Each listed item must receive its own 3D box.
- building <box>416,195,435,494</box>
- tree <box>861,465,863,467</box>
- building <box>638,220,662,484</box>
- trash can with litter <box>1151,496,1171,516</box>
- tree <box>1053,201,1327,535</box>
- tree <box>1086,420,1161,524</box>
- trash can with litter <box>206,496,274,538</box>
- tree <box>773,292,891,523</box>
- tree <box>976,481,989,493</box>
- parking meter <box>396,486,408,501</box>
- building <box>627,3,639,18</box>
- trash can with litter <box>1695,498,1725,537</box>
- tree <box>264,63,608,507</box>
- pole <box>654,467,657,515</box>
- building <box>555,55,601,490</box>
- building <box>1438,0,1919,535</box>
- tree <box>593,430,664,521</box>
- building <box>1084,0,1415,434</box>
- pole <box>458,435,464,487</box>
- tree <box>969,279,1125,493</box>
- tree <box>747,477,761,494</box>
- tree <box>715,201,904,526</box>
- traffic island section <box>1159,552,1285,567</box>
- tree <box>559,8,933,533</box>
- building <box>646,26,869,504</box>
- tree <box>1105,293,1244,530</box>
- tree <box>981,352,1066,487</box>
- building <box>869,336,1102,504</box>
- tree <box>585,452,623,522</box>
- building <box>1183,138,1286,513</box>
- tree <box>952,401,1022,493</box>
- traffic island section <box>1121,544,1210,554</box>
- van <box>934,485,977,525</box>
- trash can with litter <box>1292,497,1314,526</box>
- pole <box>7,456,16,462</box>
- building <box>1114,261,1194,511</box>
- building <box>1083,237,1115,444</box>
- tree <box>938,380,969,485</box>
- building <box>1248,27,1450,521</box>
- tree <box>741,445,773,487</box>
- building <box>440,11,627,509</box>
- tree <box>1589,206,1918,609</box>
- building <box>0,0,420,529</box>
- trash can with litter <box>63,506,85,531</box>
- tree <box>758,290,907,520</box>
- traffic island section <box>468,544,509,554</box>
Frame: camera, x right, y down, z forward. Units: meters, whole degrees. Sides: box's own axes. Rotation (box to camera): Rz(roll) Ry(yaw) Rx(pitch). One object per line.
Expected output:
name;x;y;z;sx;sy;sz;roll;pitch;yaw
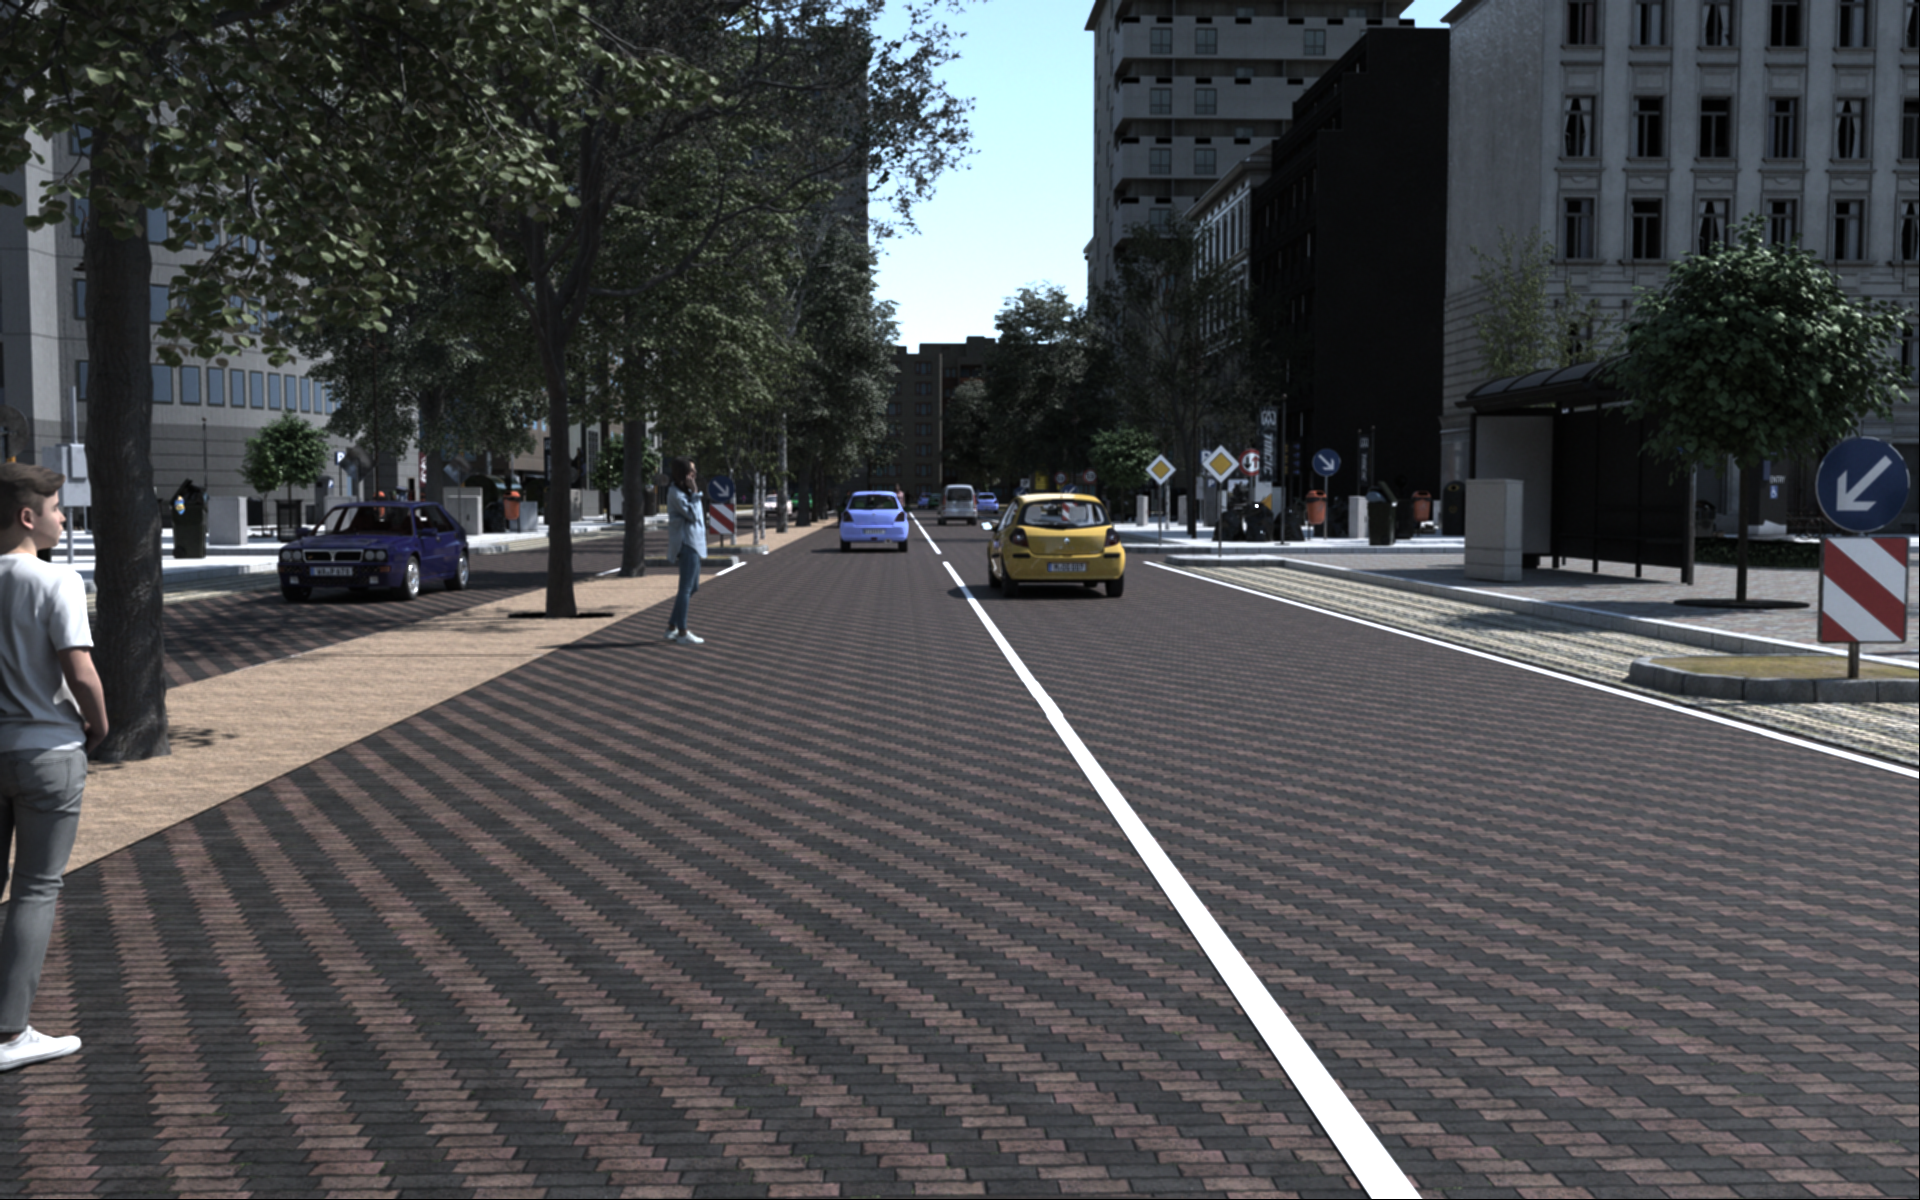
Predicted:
building;-32.721;-27.755;103.904;14.600;45.320;14.200;0;4;-2
tree;-8.380;-11.278;104.972;7.486;12.596;7.792;0;3;0
building;-37.753;-24.672;175.082;14.107;30.474;14.160;0;4;-2
trash can with litter;11.496;-5.522;101.346;1.678;1.210;2.233;1;4;20
tree;7.312;-7.356;54.675;8.767;10.594;7.601;0;4;-4
tree;7.132;-5.599;75.257;4.285;4.588;4.351;0;3;0
trash can with litter;-21.191;-2.452;51.146;2.233;1.210;1.678;0;4;0
tree;-7.204;-9.684;86.547;9.928;11.665;9.643;0;3;0
tree;2.513;-12.231;194.582;1.663;3.219;1.824;0;3;0
parking meter;-18.260;-2.952;56.684;0.372;1.533;0.369;0;3;0
building;-50.082;-47.826;220.211;20.611;71.187;20.563;0;4;-2
trash can with litter;19.747;-2.101;45.734;1.055;1.170;0.624;-2;4;-31
tree;-15.286;-8.795;50.460;9.857;13.997;8.962;0;3;0
pole;-18.595;-6.840;105.676;0.158;3.312;0.155;0;3;0
building;-39.336;-50.005;130.253;22.319;86.520;31.000;0;4;-2
building;26.752;-12.835;59.008;18.267;20.994;9.793;0;4;-2
tree;-15.903;-6.072;82.995;4.285;4.588;4.351;0;3;0
building;27.814;-35.484;169.402;28.713;52.752;27.495;0;4;-2
pole;-17.278;-4.051;60.071;0.158;3.312;0.155;0;3;0
tree;5.560;-11.963;102.253;9.857;13.997;8.962;0;3;0
tree;-20.075;-10.798;171.153;1.663;3.219;1.824;0;3;0
tree;-6.932;-10.210;76.042;9.857;13.997;8.962;0;3;0
traffic island section;5.290;-0.786;35.135;2.009;0.180;2.903;0;4;-2
tree;-7.777;-12.566;63.799;12.611;20.169;13.585;0;3;0
building;-25.696;-41.575;221.750;28.212;58.520;21.231;0;4;-2
tree;7.346;-6.812;61.733;4.360;8.622;3.978;0;3;0
tree;5.198;-13.277;135.198;7.486;12.596;7.792;0;3;0
building;2.729;-23.360;226.972;28.899;21.520;27.650;0;4;-2
tree;-16.197;-5.187;79.416;1.663;3.219;1.824;0;3;0
building;20.967;-17.109;108.609;11.050;23.489;19.941;0;4;-2
tree;3.063;-13.746;159.155;8.767;10.594;7.601;2;4;34
traffic island section;5.000;-1.274;43.115;2.009;0.180;2.903;0;4;-2
van;-0.149;-4.493;80.474;2.013;2.044;4.112;0;4;-4
trash can with litter;13.756;-3.518;68.900;1.055;1.170;0.624;2;4;32
pole;-24.831;-3.150;45.353;0.158;3.312;0.155;0;3;0
building;28.234;-18.175;142.208;27.650;21.520;28.899;0;4;-2
building;29.401;-32.862;229.179;23.993;40.220;32.217;0;4;-2
tree;2.204;-17.097;186.195;9.857;13.997;8.962;0;3;0
building;22.910;-15.972;90.816;12.332;23.373;15.834;0;4;-2
tree;-19.963;-14.877;177.645;8.767;10.594;7.601;3;4;38
building;-37.253;-30.839;154.321;14.600;45.320;14.200;0;4;-2
tree;8.974;-2.216;19.952;4.285;4.588;4.351;0;3;0
building;-38.090;-32.547;74.135;21.231;58.520;28.212;0;4;-2
trash can with litter;-31.262;-3.021;60.451;1.678;1.210;2.233;0;4;3
tree;-7.776;-10.819;96.351;9.611;12.733;9.660;0;3;0
traffic island section;-12.280;-1.236;42.493;2.009;0.180;2.903;0;4;-2
